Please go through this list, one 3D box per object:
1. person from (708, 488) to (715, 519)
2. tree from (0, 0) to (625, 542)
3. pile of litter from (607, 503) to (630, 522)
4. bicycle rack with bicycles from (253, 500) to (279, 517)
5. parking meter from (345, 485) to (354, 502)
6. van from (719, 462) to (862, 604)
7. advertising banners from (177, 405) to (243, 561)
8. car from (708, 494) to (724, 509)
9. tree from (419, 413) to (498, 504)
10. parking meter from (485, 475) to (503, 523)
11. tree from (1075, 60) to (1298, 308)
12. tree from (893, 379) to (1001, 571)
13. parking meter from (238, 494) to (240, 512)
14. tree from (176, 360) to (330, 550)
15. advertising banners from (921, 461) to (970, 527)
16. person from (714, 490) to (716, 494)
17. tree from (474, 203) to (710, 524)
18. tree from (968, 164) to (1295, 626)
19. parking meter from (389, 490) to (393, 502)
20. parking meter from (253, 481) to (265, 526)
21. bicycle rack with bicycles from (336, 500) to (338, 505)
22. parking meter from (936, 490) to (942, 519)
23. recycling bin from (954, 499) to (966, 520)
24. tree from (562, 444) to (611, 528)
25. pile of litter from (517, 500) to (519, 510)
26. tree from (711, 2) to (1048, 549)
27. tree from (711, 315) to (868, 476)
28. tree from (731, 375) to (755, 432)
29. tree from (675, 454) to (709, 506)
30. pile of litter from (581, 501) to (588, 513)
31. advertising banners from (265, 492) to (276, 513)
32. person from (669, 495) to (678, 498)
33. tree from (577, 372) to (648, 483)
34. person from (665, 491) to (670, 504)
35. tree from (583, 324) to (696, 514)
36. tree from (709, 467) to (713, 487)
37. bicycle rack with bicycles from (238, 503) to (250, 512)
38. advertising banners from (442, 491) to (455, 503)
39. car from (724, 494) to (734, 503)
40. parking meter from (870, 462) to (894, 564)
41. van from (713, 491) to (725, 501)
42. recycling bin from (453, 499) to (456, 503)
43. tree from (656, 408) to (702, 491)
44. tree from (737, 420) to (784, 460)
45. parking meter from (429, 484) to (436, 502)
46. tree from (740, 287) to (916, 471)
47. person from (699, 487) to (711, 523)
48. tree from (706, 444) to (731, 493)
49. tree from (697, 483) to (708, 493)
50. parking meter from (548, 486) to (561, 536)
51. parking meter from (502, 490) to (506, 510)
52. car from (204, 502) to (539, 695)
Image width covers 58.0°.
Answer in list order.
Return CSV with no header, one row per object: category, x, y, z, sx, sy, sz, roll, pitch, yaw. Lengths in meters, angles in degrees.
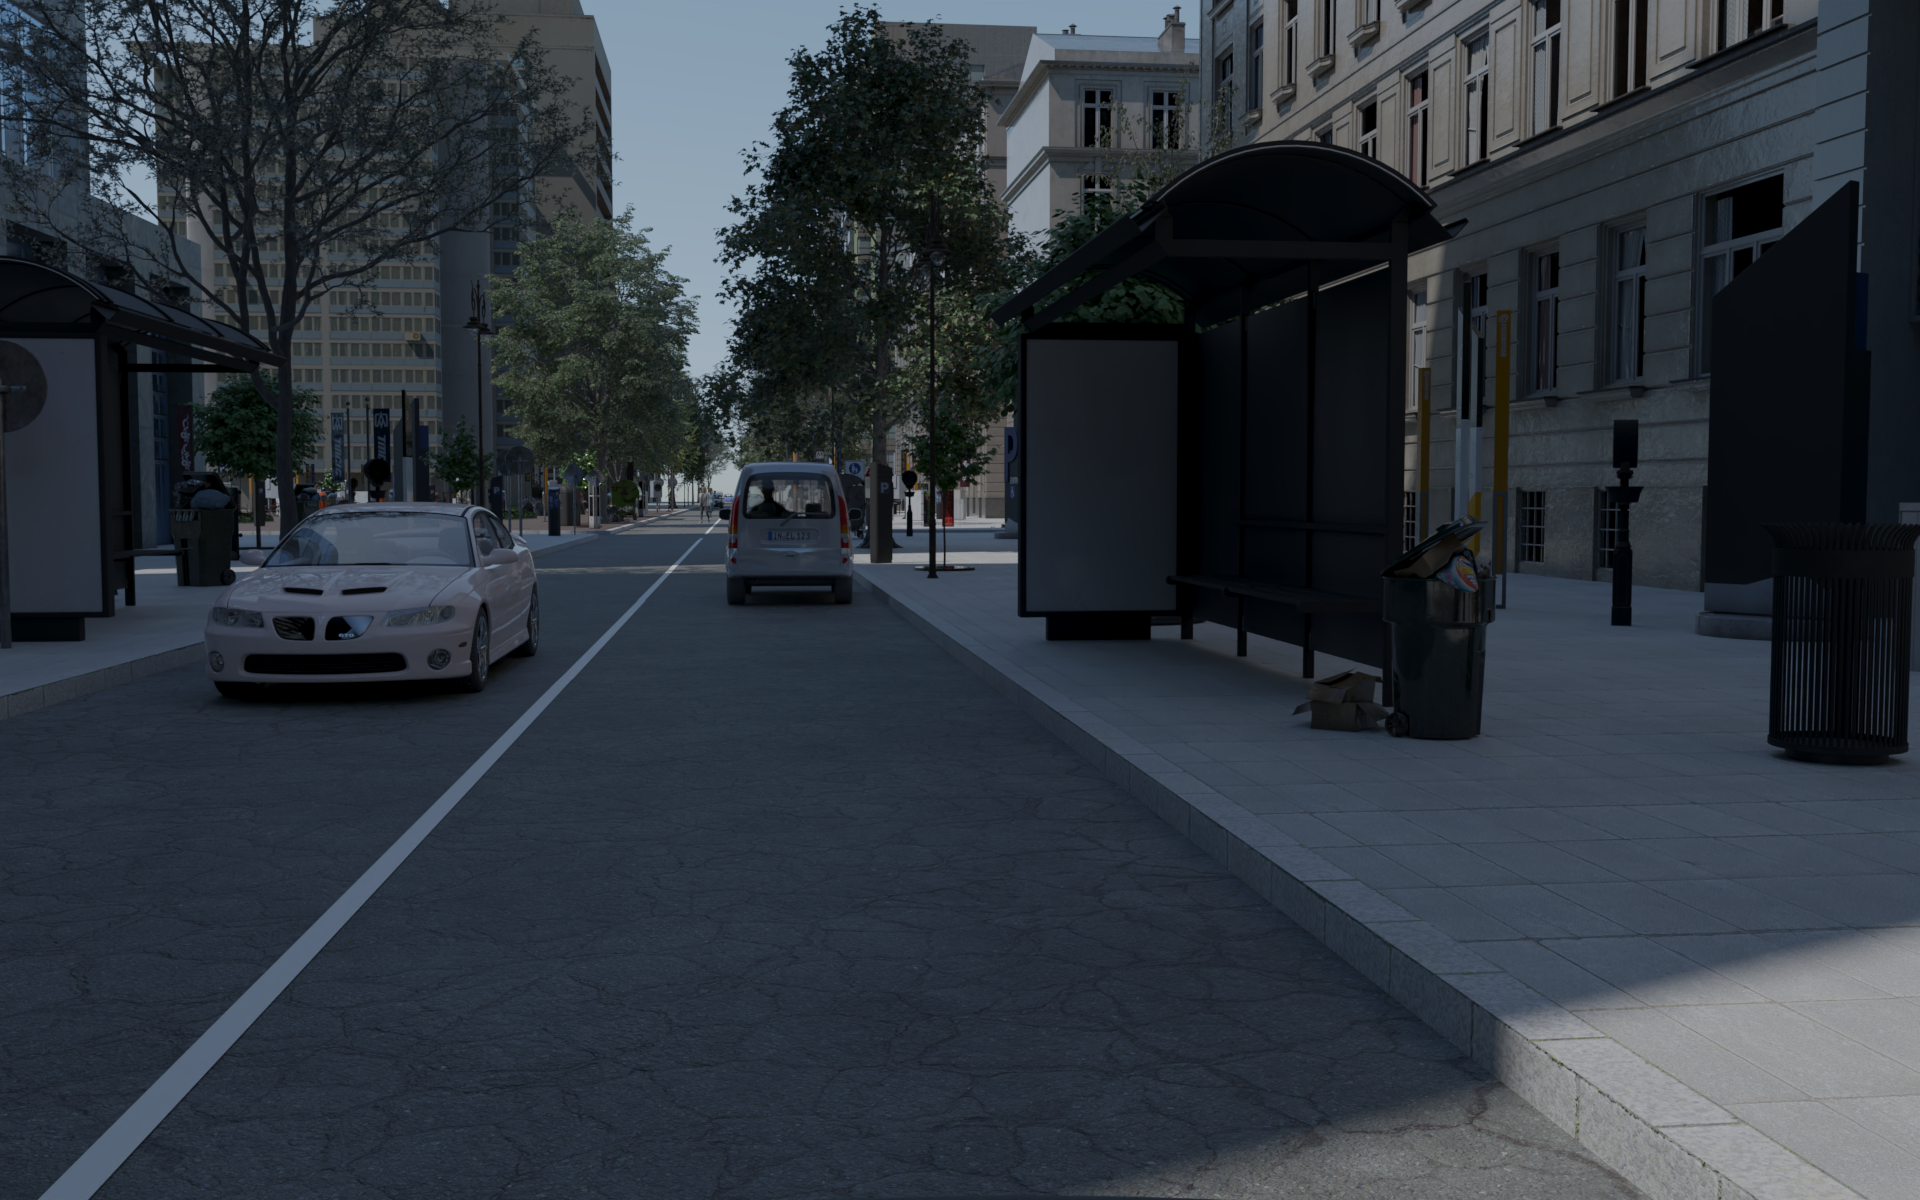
person,-14.135,-5.477,98.312,0.793,1.790,0.793,-2,4,-27
tree,-10.426,-7.081,26.151,12.009,13.543,11.850,0,3,0
pile of litter,-15.772,-4.017,79.650,1.176,0.858,1.719,-1,4,-18
bicycle rack with bicycles,-38.956,-5.277,99.658,2.925,0.926,2.852,-1,4,-16
parking meter,-32.191,-5.235,91.296,0.399,1.863,0.255,1,4,15
van,-2.340,-1.033,23.901,2.013,2.044,4.112,0,4,-5
advertising banners,-14.664,-2.300,33.794,2.074,3.025,0.090,2,4,35
car,-24.551,-9.989,173.104,2.009,1.686,4.222,0,4,-5
tree,-11.835,-2.871,41.548,1.663,3.219,1.824,0,3,0
parking meter,-14.187,-2.886,52.898,0.399,1.863,0.255,-2,4,-27
tree,3.807,-4.906,30.578,4.360,8.622,3.978,0,3,0
tree,-0.127,-2.112,29.128,1.663,3.219,1.824,0,3,0
parking meter,-48.701,-6.624,116.715,0.372,1.533,0.369,0,3,0
tree,-16.309,-3.465,40.374,4.285,4.588,4.351,0,3,0
advertising banners,-0.497,-4.376,67.733,2.074,3.025,0.090,-1,4,-13
person,-26.276,-10.851,185.916,0.705,1.824,1.348,0,4,4
tree,-15.735,-10.298,75.034,9.857,13.997,8.962,0,3,0
tree,1.809,-2.056,17.337,4.285,4.588,4.351,0,3,0
parking meter,-38.147,-6.606,116.415,0.372,1.533,0.369,0,3,0
parking meter,-27.917,-3.872,69.019,0.255,1.863,0.399,3,5,40
bicycle rack with bicycles,-37.521,-5.562,104.328,2.925,0.926,2.852,2,4,26
parking meter,-1.023,-4.873,88.080,0.372,1.533,0.369,0,3,0
recycling bin,-0.114,-4.407,84.602,0.722,1.027,0.722,1,4,9
tree,-14.153,-4.396,66.482,1.663,3.219,1.824,0,3,0
pile of litter,-31.017,-6.678,123.150,1.176,0.858,1.719,-2,4,-28
tree,-1.809,-7.564,40.683,9.611,12.733,9.660,0,3,0
tree,-9.387,-11.503,98.440,12.009,13.543,11.850,0,3,0
tree,-29.688,-24.568,257.571,12.611,20.169,13.585,0,3,0
tree,-29.541,-14.529,187.912,4.360,8.622,3.978,0,3,0
pile of litter,-25.740,-6.330,117.462,1.176,0.858,1.719,-1,4,-22
advertising banners,-47.637,-7.586,120.218,0.090,3.025,2.074,1,4,21
person,-35.718,-12.622,215.654,1.217,1.735,0.721,0,4,-2
tree,-18.029,-8.584,90.704,4.360,8.622,3.978,0,3,0
person,-36.385,-12.758,217.237,1.348,1.807,0.705,2,4,24
tree,-20.399,-11.743,110.127,7.486,12.596,7.792,0,3,0
tree,-40.068,-19.548,269.973,4.360,8.622,3.978,0,3,0
bicycle rack with bicycles,-50.086,-6.801,124.580,2.852,0.926,2.925,-2,4,-29
advertising banners,-29.208,-6.323,99.568,0.090,3.025,2.074,1,4,14
car,-36.339,-16.029,271.668,1.945,1.707,3.694,0,4,-7
parking meter,-1.449,-1.614,32.105,0.399,1.863,0.255,-2,4,-32
van,-31.672,-13.415,226.341,2.013,2.044,4.112,0,4,-7
recycling bin,-28.060,-5.189,97.402,0.722,1.027,0.722,-2,4,-35
tree,-23.661,-11.795,143.217,4.737,8.622,4.395,0,3,0
tree,-19.405,-15.926,178.524,7.486,12.596,7.792,0,3,0
parking meter,-30.738,-5.814,100.766,0.399,1.863,0.255,-2,4,-30
tree,-5.013,-8.471,72.916,7.601,10.594,8.767,-3,4,-36
person,-12.524,-4.688,85.329,0.709,1.800,0.728,2,4,32
tree,-41.388,-22.029,285.923,9.928,11.665,9.643,0,3,0
tree,-38.987,-16.410,262.906,1.663,3.219,1.824,0,3,0
parking meter,-12.423,-2.728,53.018,0.372,1.533,0.369,0,3,0
parking meter,-32.286,-6.969,122.359,0.372,1.533,0.369,0,3,0
car,-4.533,-0.095,13.919,2.083,1.381,4.827,0,4,-6
